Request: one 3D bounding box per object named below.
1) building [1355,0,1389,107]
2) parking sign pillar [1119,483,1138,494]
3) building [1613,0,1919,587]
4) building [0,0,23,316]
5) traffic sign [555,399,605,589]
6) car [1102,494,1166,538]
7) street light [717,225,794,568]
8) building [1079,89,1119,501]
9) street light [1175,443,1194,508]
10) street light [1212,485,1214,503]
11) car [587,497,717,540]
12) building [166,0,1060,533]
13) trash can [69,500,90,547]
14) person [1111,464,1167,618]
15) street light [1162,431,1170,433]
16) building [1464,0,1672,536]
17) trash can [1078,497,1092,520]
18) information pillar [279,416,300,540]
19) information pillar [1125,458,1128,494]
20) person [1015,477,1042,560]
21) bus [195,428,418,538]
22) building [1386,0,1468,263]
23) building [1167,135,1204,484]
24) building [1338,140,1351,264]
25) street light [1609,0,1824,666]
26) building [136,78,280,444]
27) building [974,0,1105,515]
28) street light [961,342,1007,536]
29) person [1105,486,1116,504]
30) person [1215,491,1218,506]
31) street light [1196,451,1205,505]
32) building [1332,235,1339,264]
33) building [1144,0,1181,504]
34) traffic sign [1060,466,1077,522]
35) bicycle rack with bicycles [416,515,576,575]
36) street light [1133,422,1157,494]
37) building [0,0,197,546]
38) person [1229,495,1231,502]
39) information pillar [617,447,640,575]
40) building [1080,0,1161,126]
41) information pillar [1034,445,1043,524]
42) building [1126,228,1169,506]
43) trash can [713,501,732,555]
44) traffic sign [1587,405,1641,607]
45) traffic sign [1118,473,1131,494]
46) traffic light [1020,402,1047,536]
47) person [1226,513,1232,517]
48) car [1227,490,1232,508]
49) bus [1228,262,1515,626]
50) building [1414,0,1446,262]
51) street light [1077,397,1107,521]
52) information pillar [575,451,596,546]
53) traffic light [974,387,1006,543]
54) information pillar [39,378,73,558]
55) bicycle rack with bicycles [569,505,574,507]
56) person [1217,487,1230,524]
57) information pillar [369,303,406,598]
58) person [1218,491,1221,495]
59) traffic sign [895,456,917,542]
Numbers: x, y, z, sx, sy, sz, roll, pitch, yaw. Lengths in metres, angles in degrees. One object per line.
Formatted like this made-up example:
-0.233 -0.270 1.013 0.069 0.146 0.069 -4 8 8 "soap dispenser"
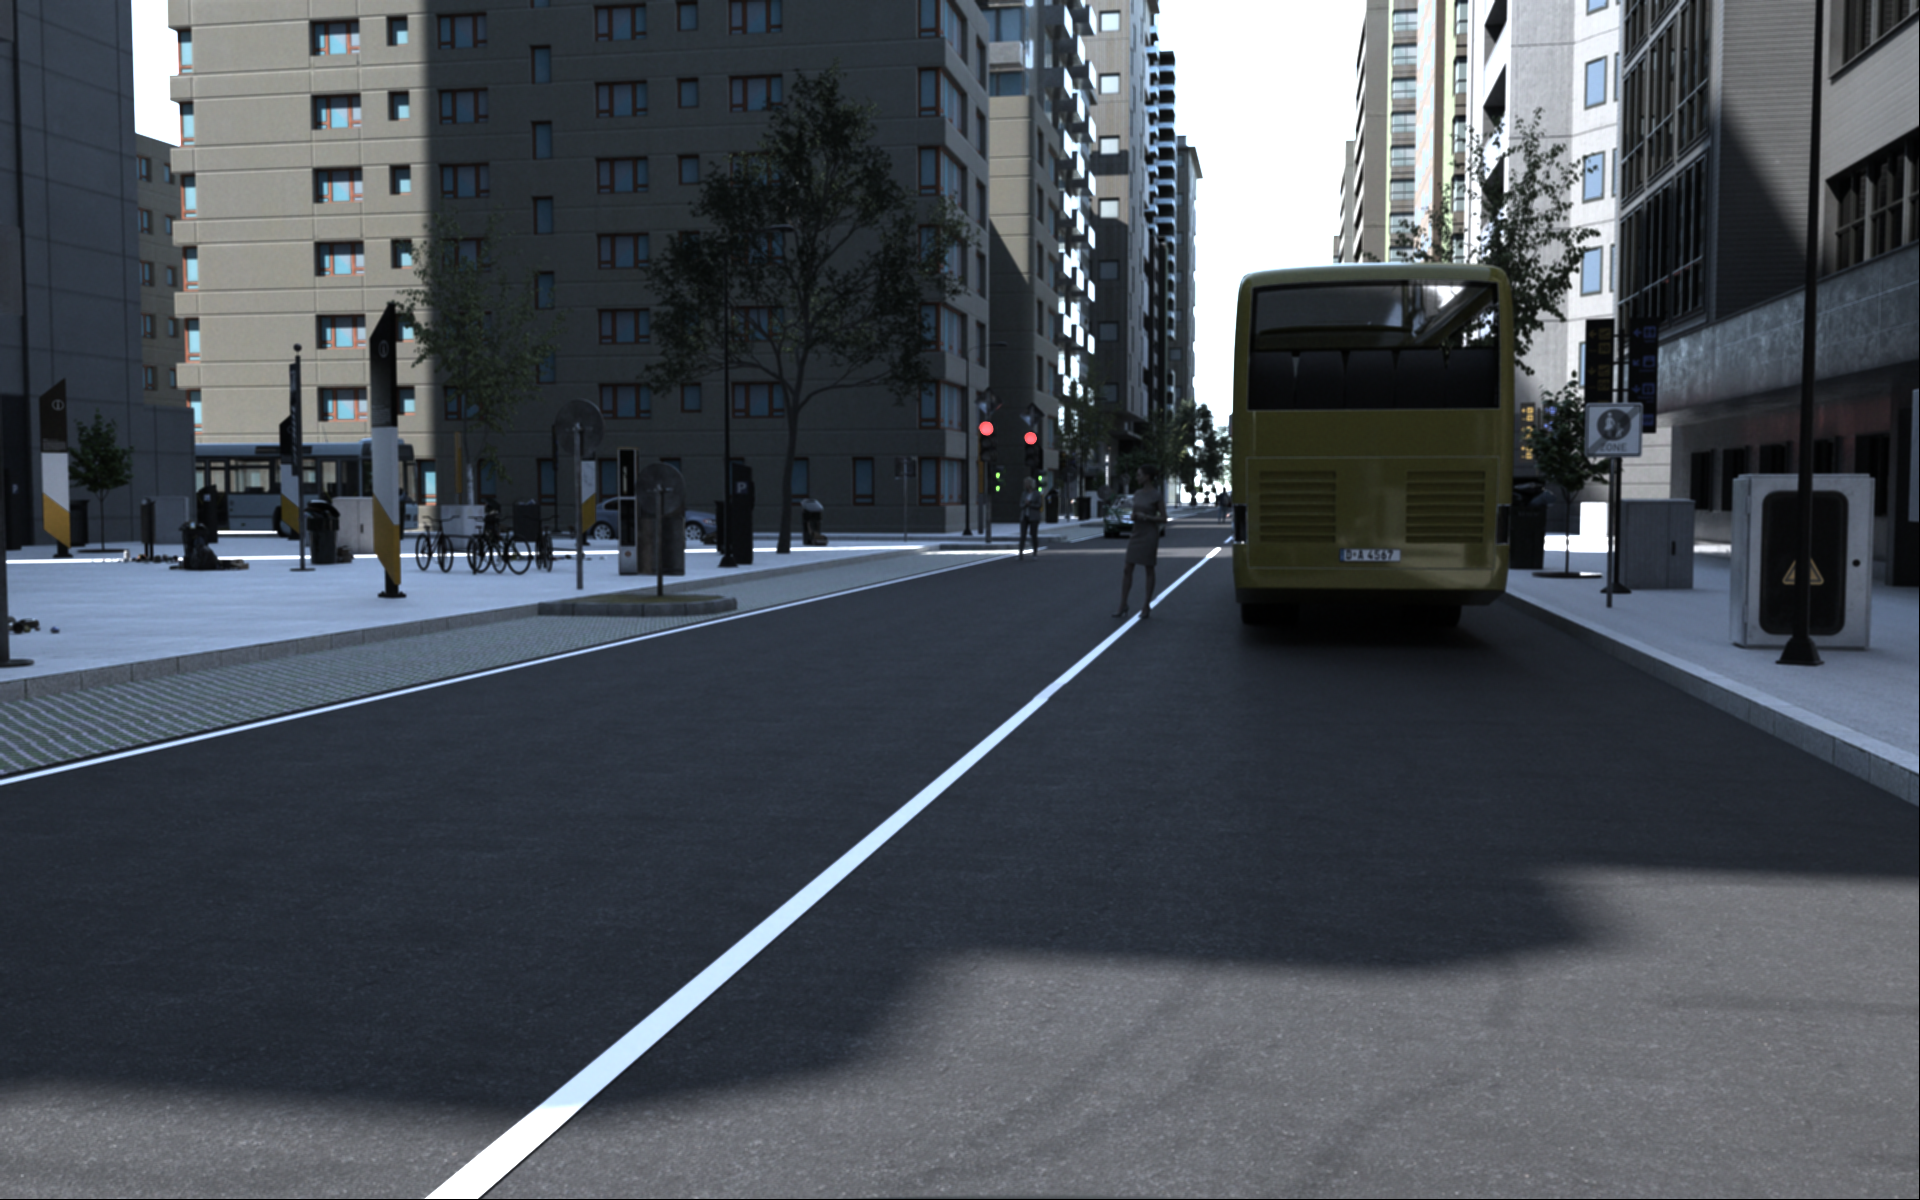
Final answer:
46.453 -32.481 154.766 21.300 48.544 21.600 1 4 11 "building"
11.997 -8.244 123.260 1.447 3.967 1.447 1 4 21 "parking sign pillar"
18.719 -12.465 22.870 14.314 24.678 30.058 1 4 11 "building"
-23.956 -23.827 9.180 23.786 49.044 30.456 1 4 11 "building"
-5.127 -1.417 23.281 0.768 2.556 0.104 1 4 20 "traffic sign"
5.890 -2.832 58.099 2.131 1.459 4.920 1 4 10 "car"
-3.546 -3.523 30.138 1.470 5.913 1.316 1 4 11 "street light"
-2.303 -27.546 142.265 32.217 40.220 23.993 1 4 11 "building"
20.282 -11.343 157.994 1.470 5.913 1.316 1 4 11 "street light"
30.073 -14.537 210.222 1.470 5.913 1.316 1 4 11 "street light"
-8.861 -2.339 50.250 4.499 1.417 2.014 1 4 12 "car"
-11.421 -13.911 72.480 27.650 21.520 28.899 1 4 11 "building"
-21.627 -1.873 42.279 0.748 1.137 0.748 0 3 0 "trash can"
2.085 -0.687 20.075 0.599 1.781 0.374 3 5 44 "person"
14.877 -9.537 128.472 1.470 5.913 1.316 1 4 11 "street light"
32.683 -31.559 57.988 28.212 58.520 21.231 1 4 11 "building"
6.212 -4.570 86.369 0.748 1.137 0.748 0 3 0 "trash can"
-18.622 -3.474 48.154 0.504 3.616 0.183 0 4 -3 "information pillar"
10.804 -7.389 112.157 0.183 3.616 0.504 -1 4 -9 "information pillar"
1.524 -1.774 37.681 0.537 1.800 0.526 2 4 35 "person"
-22.639 -3.598 53.689 13.247 3.499 2.948 1 4 12 "bus"
40.858 -27.749 137.289 14.154 41.232 14.086 1 4 11 "building"
21.366 -40.993 259.470 28.713 52.752 27.495 1 4 11 "building"
60.012 -36.700 223.753 21.300 48.544 21.600 1 4 11 "building"
5.825 -2.476 13.029 1.470 5.913 1.316 1 4 11 "street light"
-53.975 -14.557 83.046 28.899 21.520 27.650 1 4 11 "building"
-3.495 -29.897 108.420 23.786 49.044 30.456 1 4 11 "building"
0.760 -4.936 53.245 1.470 5.913 1.316 1 4 11 "street light"
6.898 -4.346 79.808 0.600 1.795 0.529 0 4 8 "person"
27.204 -10.637 183.143 0.721 1.736 1.217 2 4 29 "person"
25.800 -13.134 187.273 1.470 5.913 1.316 1 4 11 "street light"
65.426 -36.028 272.644 14.154 41.232 14.086 1 4 11 "building"
18.582 -56.010 228.433 22.319 86.520 31.000 1 4 11 "building"
4.946 -4.830 79.083 0.768 2.556 0.104 1 4 18 "traffic sign"
-7.506 -0.932 28.625 2.852 0.926 2.925 -2 4 -31 "bicycle rack with bicycles"
11.854 -8.564 112.568 1.470 5.913 1.316 1 4 11 "street light"
-33.725 -36.747 39.059 20.611 71.187 20.563 1 4 11 "building"
19.334 -6.946 121.837 0.659 1.850 0.755 3 4 38 "person"
-5.243 -1.403 27.436 0.304 2.012 0.304 0 4 -2 "information pillar"
4.022 -35.370 167.537 28.713 52.752 27.495 1 4 11 "building"
3.369 -5.115 74.991 0.504 3.616 0.183 -2 4 -31 "information pillar"
14.996 -25.432 187.510 14.160 30.474 14.107 1 4 11 "building"
-4.882 -1.544 36.898 0.748 1.137 0.748 0 3 0 "trash can"
7.347 -1.064 19.532 0.606 2.300 0.079 1 4 11 "traffic sign"
10.058 -6.481 106.070 0.768 2.556 0.104 1 4 19 "traffic sign"
2.223 -3.923 53.061 0.839 4.253 0.868 1 4 11 "traffic light"
12.637 -3.951 78.595 0.738 1.151 1.012 -1 4 -18 "person"
24.357 -8.831 153.052 2.281 1.827 5.304 1 4 9 "car"
4.758 -1.850 21.796 2.896 3.916 12.252 1 4 9 "bus"
34.343 -27.612 101.569 14.600 45.320 14.200 1 4 11 "building"
6.380 -6.777 83.337 1.470 5.913 1.316 1 4 11 "street light"
-9.343 -3.168 43.151 0.504 3.616 0.183 0 4 0 "information pillar"
0.759 -3.443 45.211 0.839 4.253 0.868 1 4 11 "traffic light"
-18.161 -2.656 34.781 0.504 3.616 0.183 -2 4 -35 "information pillar"
-11.604 -2.665 56.955 2.852 0.926 2.925 0 4 -3 "bicycle rack with bicycles"
12.775 -4.599 84.036 0.623 1.781 0.721 0 4 4 "person"
-7.118 -1.841 21.460 0.504 3.616 0.183 3 5 41 "information pillar"
32.147 -12.576 214.208 1.348 1.812 0.705 -3 5 -40 "person"
-1.462 -2.716 46.530 0.606 2.300 0.079 1 4 15 "traffic sign"
